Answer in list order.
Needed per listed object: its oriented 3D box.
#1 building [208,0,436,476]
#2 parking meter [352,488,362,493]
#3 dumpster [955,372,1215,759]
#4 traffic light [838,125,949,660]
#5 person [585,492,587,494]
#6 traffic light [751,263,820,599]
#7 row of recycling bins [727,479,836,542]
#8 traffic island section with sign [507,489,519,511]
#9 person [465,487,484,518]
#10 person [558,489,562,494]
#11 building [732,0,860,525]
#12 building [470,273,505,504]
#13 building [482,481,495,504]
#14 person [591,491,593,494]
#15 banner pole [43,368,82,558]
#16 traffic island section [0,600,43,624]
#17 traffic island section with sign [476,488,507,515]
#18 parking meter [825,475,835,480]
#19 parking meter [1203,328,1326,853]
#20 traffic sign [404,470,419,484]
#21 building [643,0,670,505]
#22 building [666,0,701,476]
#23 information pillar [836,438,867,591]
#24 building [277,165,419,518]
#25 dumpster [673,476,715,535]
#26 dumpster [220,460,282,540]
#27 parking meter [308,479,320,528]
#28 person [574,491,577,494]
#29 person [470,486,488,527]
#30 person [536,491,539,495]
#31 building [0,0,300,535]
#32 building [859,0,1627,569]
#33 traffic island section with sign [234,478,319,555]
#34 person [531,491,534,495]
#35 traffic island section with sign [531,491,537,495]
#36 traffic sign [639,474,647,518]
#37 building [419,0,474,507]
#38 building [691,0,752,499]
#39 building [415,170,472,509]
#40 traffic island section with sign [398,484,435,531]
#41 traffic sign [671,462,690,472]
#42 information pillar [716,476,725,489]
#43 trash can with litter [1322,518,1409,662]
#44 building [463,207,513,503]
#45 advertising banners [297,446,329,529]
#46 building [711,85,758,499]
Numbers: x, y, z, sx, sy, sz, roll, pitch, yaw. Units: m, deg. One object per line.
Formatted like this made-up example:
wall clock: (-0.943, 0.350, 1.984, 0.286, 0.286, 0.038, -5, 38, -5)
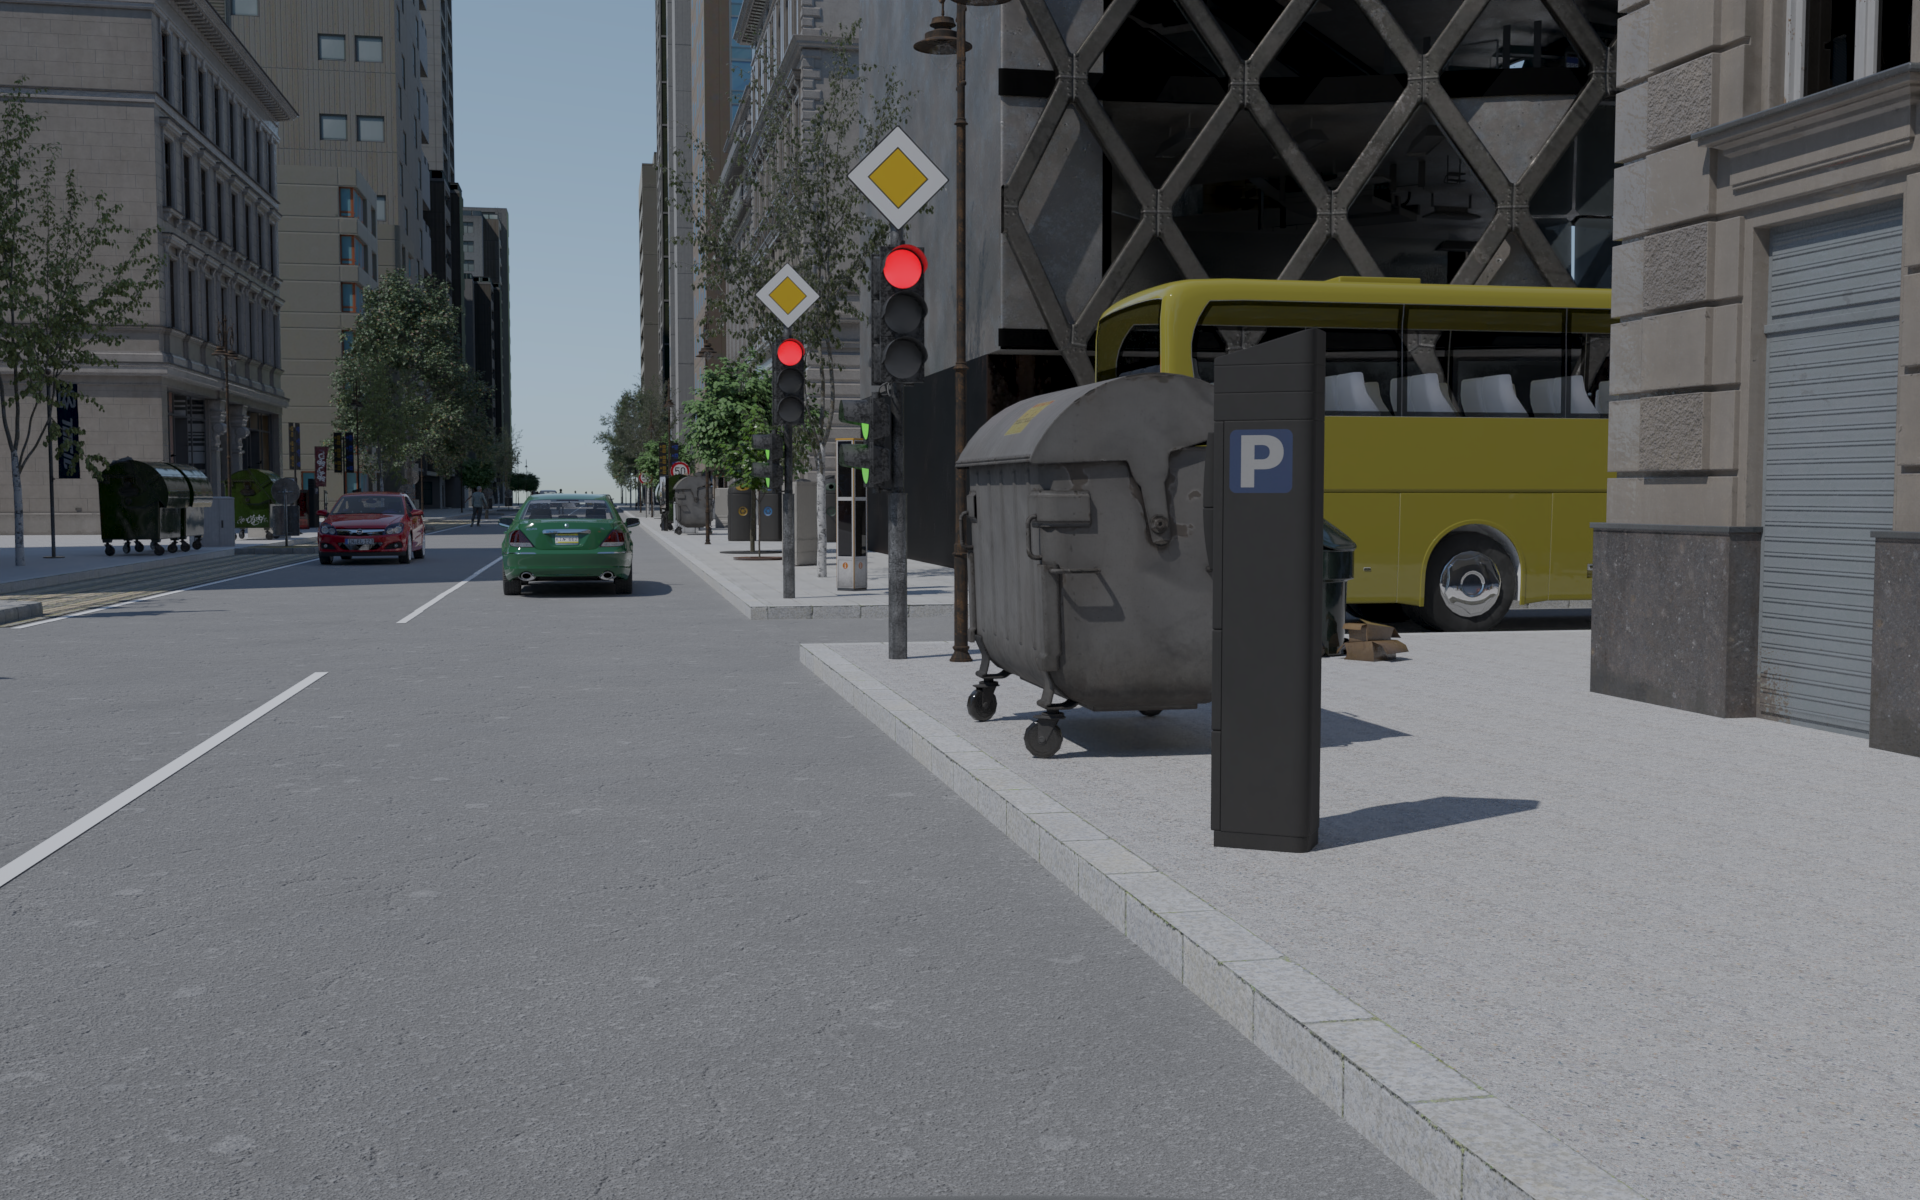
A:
building: (-54.709, -33.061, 129.778, 28.713, 52.752, 27.495, -1, 4, -12)
parking meter: (-25.090, -3.894, 72.075, 0.372, 1.533, 0.369, 0, 3, 0)
dumpster: (0.765, -0.206, 9.131, 1.264, 1.857, 1.865, -1, 4, -12)
traffic light: (-0.502, -1.496, 13.376, 0.839, 4.253, 0.868, -1, 4, -12)
person: (-43.023, -11.647, 199.723, 1.217, 1.735, 0.721, 3, 5, 43)
traffic light: (-2.121, -1.974, 21.196, 0.839, 4.253, 0.868, -1, 4, -12)
row of recycling bins: (-4.681, -2.431, 46.853, 3.534, 1.692, 1.069, 1, 4, 20)
traffic island section with sign: (-37.371, -8.259, 143.669, 1.989, 1.847, 2.006, -1, 4, -12)
person: (-28.568, -5.723, 102.077, 0.705, 1.824, 1.348, 3, 4, 38)
person: (-27.848, -6.875, 120.922, 1.348, 1.822, 0.705, 0, 4, -1)
building: (-1.968, -14.344, 63.403, 11.050, 23.489, 19.941, -1, 4, -12)
building: (-67.185, -27.777, 225.856, 14.160, 30.474, 14.107, -1, 4, -12)
building: (-72.495, -31.386, 205.047, 32.217, 40.220, 23.993, -1, 4, -12)
person: (-50.766, -14.088, 238.937, 0.705, 1.812, 1.348, -1, 4, -11)
banner pole: (-17.939, -2.725, 34.579, 0.863, 3.779, 0.401, 0, 4, 8)
traffic island section: (-11.621, 0.179, 19.355, 2.009, 0.180, 2.903, -1, 4, -12)
traffic island section with sign: (-31.911, -6.645, 117.271, 1.989, 1.847, 2.006, -1, 4, -12)
parking meter: (-3.986, -2.853, 52.356, 0.255, 1.863, 0.399, 2, 4, 35)
parking meter: (1.103, -0.036, 6.301, 0.399, 1.863, 0.255, 1, 4, 23)
traffic sign: (-29.341, -5.663, 92.688, 0.768, 2.556, 0.104, 0, 4, -3)
building: (-30.229, -47.896, 221.356, 20.563, 71.187, 20.611, -1, 4, -12)
building: (-11.429, -35.997, 130.556, 21.231, 58.520, 28.212, -1, 4, -12)
information pillar: (-1.435, -1.130, 22.965, 0.304, 2.012, 0.304, 2, 4, 34)
building: (-48.355, -15.796, 103.303, 27.650, 21.520, 28.899, -1, 4, -12)
dumpster: (-8.402, -2.997, 54.767, 1.264, 1.857, 1.865, -1, 4, -12)
dumpster: (-19.835, -2.827, 48.709, 1.502, 2.255, 1.985, -1, 4, -12)
parking meter: (-24.585, -3.681, 65.901, 0.255, 1.863, 0.399, 1, 4, 11)
person: (-43.893, -11.561, 197.533, 1.348, 1.823, 0.705, 3, 5, 39)
person: (-20.951, -4.074, 75.591, 0.782, 1.767, 0.515, 0, 4, 5)
person: (-29.750, -6.863, 122.185, 0.415, 1.643, 0.593, 0, 4, -3)
building: (-29.644, -12.453, 54.517, 10.553, 20.767, 40.483, -1, 4, -12)
building: (7.567, -10.141, 33.255, 16.811, 18.784, 16.820, -1, 4, -12)
traffic island section with sign: (-16.282, -2.028, 41.784, 1.989, 1.847, 2.006, -1, 4, -12)
person: (-46.022, -10.859, 186.732, 0.721, 1.739, 1.217, 3, 5, 44)
traffic island section with sign: (-48.576, -11.567, 197.741, 1.989, 1.847, 2.006, -1, 4, -12)
traffic sign: (-16.886, -5.693, 93.185, 0.768, 2.556, 0.104, 0, 4, -7)
building: (-62.074, -45.557, 183.100, 20.563, 71.187, 20.611, -1, 4, -12)
building: (-9.523, -28.074, 109.117, 14.600, 45.320, 14.200, -1, 4, -12)
building: (-51.345, -23.299, 152.647, 14.160, 30.474, 14.107, -1, 4, -12)
traffic island section with sign: (-21.753, -3.642, 68.180, 1.989, 1.847, 2.006, -1, 4, -12)
traffic sign: (-10.965, -4.150, 67.951, 0.768, 2.556, 0.104, 0, 4, -2)
information pillar: (-9.751, -4.038, 70.516, 0.304, 2.012, 0.304, -1, 4, -16)
trash can with litter: (3.037, -0.139, 13.652, 1.055, 1.170, 0.624, 3, 5, 45)
building: (-69.651, -33.993, 239.386, 14.154, 41.232, 14.086, -1, 4, -12)
advertising banners: (-23.911, -4.076, 62.828, 2.074, 3.025, 0.090, -3, 4, -36)
building: (-4.800, -14.892, 85.289, 13.314, 21.916, 24.055, -1, 4, -12)
